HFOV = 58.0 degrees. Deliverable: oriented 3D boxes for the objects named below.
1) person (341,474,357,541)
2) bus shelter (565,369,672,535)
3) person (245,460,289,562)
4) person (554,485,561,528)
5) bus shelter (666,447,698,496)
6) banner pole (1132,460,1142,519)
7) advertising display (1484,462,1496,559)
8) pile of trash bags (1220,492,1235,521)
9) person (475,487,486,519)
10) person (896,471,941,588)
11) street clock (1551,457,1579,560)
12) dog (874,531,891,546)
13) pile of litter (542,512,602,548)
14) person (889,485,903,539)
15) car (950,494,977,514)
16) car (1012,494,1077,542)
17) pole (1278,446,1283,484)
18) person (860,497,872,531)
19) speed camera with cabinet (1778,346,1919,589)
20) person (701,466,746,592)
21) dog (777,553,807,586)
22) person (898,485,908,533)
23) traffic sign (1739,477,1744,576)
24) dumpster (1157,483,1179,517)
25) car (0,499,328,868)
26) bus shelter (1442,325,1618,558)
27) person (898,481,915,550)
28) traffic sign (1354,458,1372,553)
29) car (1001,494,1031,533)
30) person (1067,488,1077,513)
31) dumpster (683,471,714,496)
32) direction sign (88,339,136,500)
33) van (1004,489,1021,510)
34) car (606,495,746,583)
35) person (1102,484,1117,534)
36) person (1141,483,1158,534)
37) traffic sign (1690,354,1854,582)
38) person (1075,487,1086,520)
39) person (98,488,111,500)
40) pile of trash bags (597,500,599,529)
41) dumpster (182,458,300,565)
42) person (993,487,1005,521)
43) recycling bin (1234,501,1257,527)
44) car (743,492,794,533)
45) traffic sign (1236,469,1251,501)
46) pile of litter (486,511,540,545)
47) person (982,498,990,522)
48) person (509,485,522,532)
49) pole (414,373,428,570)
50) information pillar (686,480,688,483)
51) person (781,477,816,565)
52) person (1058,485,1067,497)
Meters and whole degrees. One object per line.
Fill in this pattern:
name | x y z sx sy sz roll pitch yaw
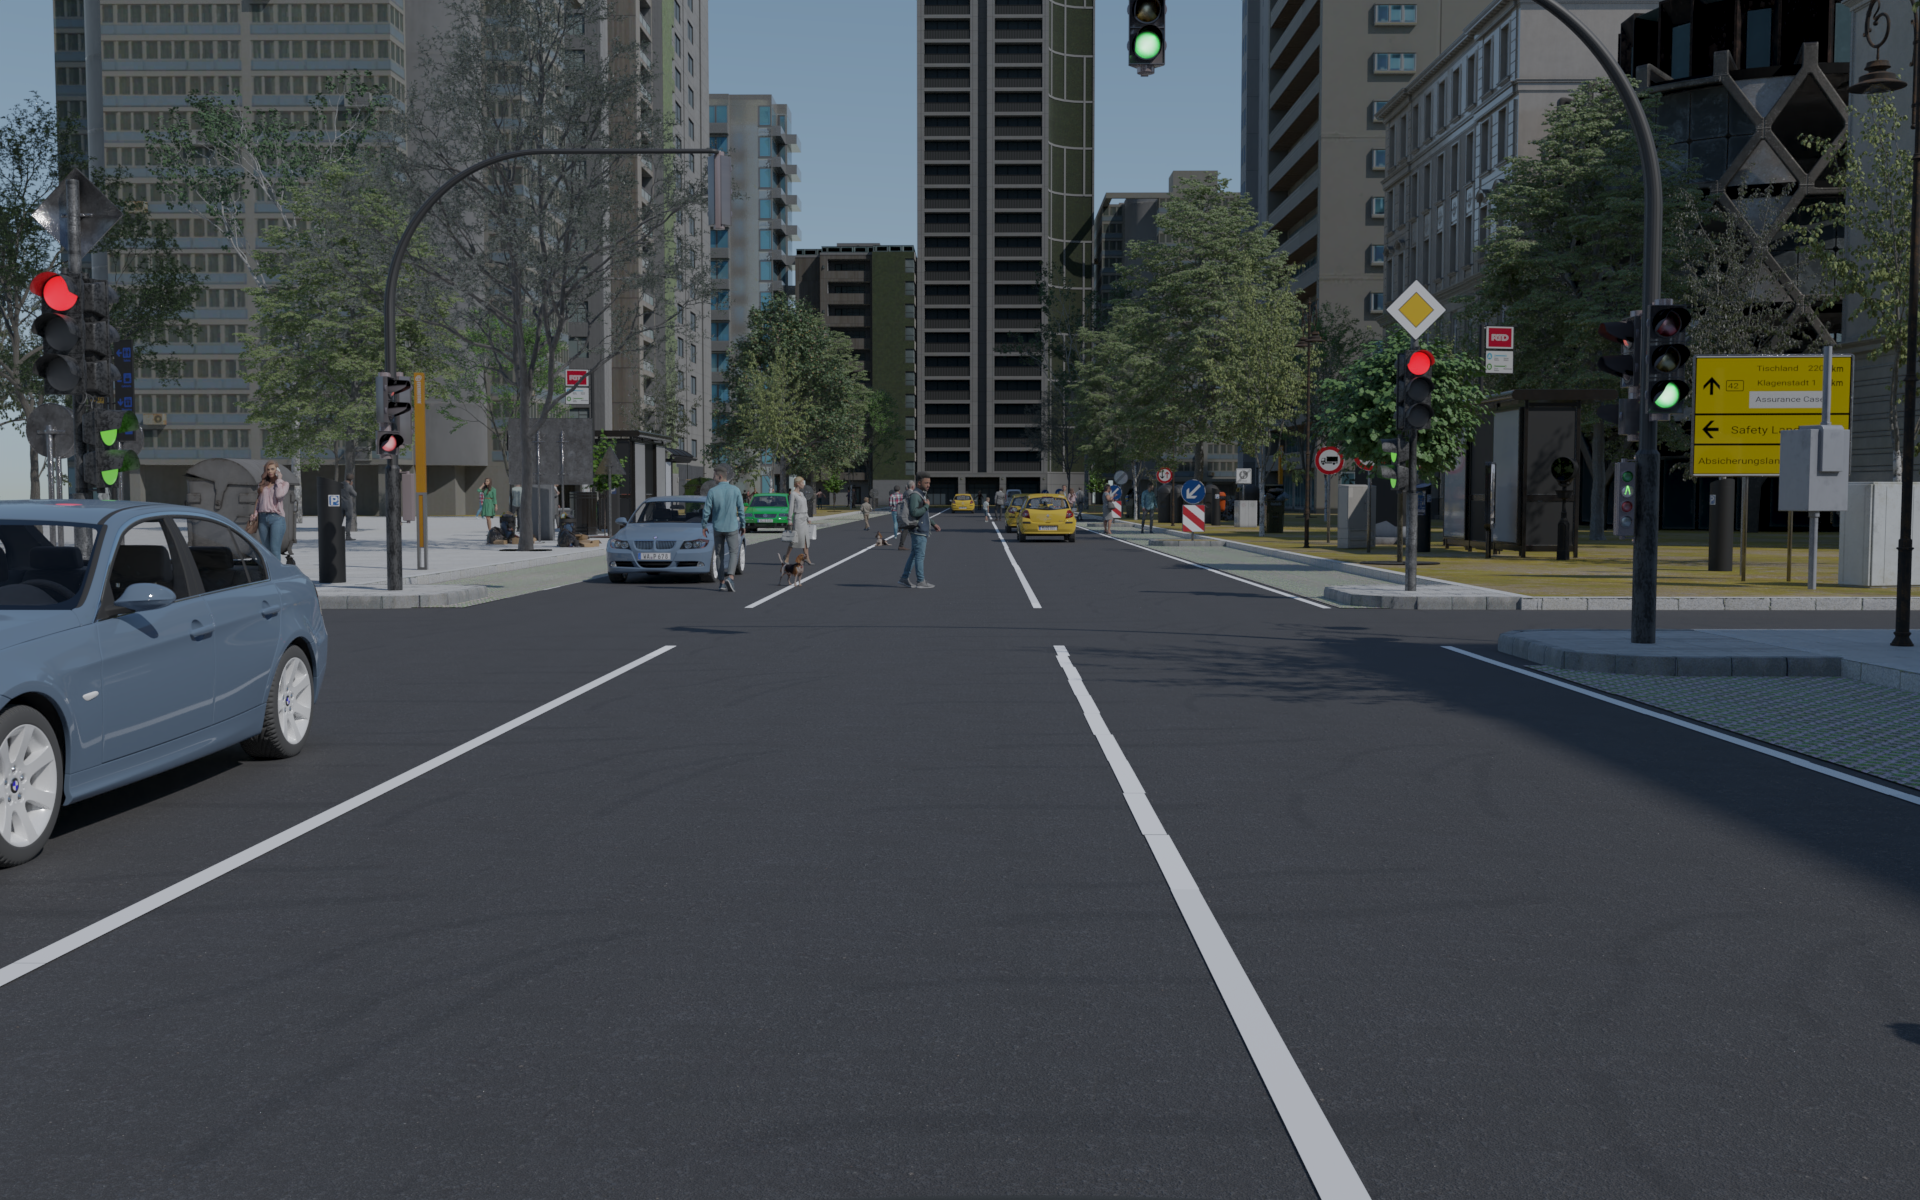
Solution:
person | -16.953 -2.567 47.812 0.655 1.846 0.447 1 4 13
bus shelter | -11.526 -4.929 58.214 2.179 5.291 8.768 0 4 1
person | -9.599 -1.070 24.125 0.593 1.750 0.643 0 4 5
person | -15.150 -3.583 64.584 0.822 1.834 0.622 -1 4 -12
bus shelter | -12.799 -4.964 75.080 2.014 3.302 5.546 0 4 1
banner pole | 9.204 -6.128 90.215 0.401 3.779 0.863 -2 4 -34
advertising display | 10.649 -1.809 34.796 0.123 1.923 0.974 1 4 23
pile of trash bags | 12.605 -4.535 83.899 1.912 1.369 3.447 0 4 5
person | -24.389 -4.983 88.347 0.643 1.720 0.563 0 4 1
person | -0.624 -1.072 26.379 0.721 1.781 0.623 -1 4 -8
street clock | 11.735 -1.778 33.647 0.471 2.002 0.358 3 5 42
dog | -2.122 -1.712 48.180 0.748 0.427 0.550 -2 4 -29
pile of litter | -9.328 -1.732 42.283 1.176 0.858 1.719 0 4 2
person | -1.983 -2.813 55.336 0.563 1.720 0.643 -1 4 -12
car | 0.230 -7.221 128.289 2.015 1.641 3.980 0 4 1
car | 2.596 -2.600 52.728 2.015 1.641 3.980 0 4 1
pole | 13.490 -4.836 72.912 0.158 3.312 0.155 0 3 0
person | -3.689 -3.373 67.928 0.475 1.303 0.640 -2 4 -32
speed camera with cabinet | 12.213 -1.795 23.678 2.038 3.252 0.660 -1 4 -18
person | -3.516 -1.057 25.643 0.638 1.841 0.748 0 4 1
dog | -2.621 -0.474 27.039 0.540 0.507 0.406 0 4 5
person | -1.857 -3.344 63.569 0.834 1.777 0.661 1 4 8
traffic sign | 12.299 -1.662 27.174 0.884 2.594 0.081 0 4 4
dumpster | 10.996 -5.181 90.475 1.264 1.857 1.865 0 4 1
car | -4.473 0.235 8.159 2.014 1.417 4.499 0 4 0
bus shelter | 12.114 -3.744 38.853 2.179 5.291 8.768 0 4 1
person | -1.224 -2.164 44.272 0.834 1.777 0.661 -2 4 -32
traffic sign | 8.955 -2.310 37.874 0.768 2.556 0.104 0 4 5
car | 2.551 -3.364 65.219 2.015 1.641 3.980 0 4 1
person | 5.845 -5.075 92.067 0.643 1.750 0.593 2 4 33
dumpster | -10.846 -4.308 72.936 1.502 2.255 1.985 0 4 1
direction sign | -12.509 -2.054 25.581 0.876 3.537 0.379 1 4 21
van | 4.870 -9.240 158.092 2.013 2.044 4.112 0 4 1
car | -4.762 -1.074 29.563 2.014 1.417 4.499 0 4 2
person | 5.324 -3.207 61.290 0.532 1.782 0.716 0 4 -6
person | 6.820 -3.316 62.583 0.638 1.841 0.748 -1 4 -11
traffic sign | 11.827 -1.923 25.307 2.265 3.308 0.079 0 4 4
person | 6.545 -5.228 94.085 0.679 1.850 0.850 3 4 37
person | -30.627 -3.422 62.098 0.391 1.810 0.635 -1 4 -13
pile of trash bags | -12.803 -3.367 64.802 1.912 1.369 3.447 0 4 1
dumpster | -11.869 -1.399 28.640 1.264 1.857 1.865 0 4 1
person | 2.094 -5.164 93.111 0.592 1.802 0.473 0 4 -3
recycling bin | 11.026 -3.322 66.865 0.722 1.027 0.722 0 4 -7
car | -7.045 -3.409 64.527 1.959 1.807 4.718 0 4 -1
traffic sign | 11.466 -4.156 70.087 0.606 2.300 0.079 0 4 8
pile of litter | -11.453 -1.872 44.574 1.719 0.858 1.176 -3 4 -36
person | 1.337 -4.618 88.685 0.352 1.250 0.332 -1 4 -11
person | -14.850 -3.178 58.495 0.782 1.767 0.515 -3 4 -37
pole | -9.096 -2.164 29.228 0.158 3.312 0.155 0 3 0
information pillar | -13.623 -5.074 87.452 0.304 2.012 0.304 2 4 35
person | -3.264 -1.595 34.931 0.624 1.780 0.694 3 4 38
person | 4.390 -4.062 74.831 0.836 1.842 0.656 0 4 3
